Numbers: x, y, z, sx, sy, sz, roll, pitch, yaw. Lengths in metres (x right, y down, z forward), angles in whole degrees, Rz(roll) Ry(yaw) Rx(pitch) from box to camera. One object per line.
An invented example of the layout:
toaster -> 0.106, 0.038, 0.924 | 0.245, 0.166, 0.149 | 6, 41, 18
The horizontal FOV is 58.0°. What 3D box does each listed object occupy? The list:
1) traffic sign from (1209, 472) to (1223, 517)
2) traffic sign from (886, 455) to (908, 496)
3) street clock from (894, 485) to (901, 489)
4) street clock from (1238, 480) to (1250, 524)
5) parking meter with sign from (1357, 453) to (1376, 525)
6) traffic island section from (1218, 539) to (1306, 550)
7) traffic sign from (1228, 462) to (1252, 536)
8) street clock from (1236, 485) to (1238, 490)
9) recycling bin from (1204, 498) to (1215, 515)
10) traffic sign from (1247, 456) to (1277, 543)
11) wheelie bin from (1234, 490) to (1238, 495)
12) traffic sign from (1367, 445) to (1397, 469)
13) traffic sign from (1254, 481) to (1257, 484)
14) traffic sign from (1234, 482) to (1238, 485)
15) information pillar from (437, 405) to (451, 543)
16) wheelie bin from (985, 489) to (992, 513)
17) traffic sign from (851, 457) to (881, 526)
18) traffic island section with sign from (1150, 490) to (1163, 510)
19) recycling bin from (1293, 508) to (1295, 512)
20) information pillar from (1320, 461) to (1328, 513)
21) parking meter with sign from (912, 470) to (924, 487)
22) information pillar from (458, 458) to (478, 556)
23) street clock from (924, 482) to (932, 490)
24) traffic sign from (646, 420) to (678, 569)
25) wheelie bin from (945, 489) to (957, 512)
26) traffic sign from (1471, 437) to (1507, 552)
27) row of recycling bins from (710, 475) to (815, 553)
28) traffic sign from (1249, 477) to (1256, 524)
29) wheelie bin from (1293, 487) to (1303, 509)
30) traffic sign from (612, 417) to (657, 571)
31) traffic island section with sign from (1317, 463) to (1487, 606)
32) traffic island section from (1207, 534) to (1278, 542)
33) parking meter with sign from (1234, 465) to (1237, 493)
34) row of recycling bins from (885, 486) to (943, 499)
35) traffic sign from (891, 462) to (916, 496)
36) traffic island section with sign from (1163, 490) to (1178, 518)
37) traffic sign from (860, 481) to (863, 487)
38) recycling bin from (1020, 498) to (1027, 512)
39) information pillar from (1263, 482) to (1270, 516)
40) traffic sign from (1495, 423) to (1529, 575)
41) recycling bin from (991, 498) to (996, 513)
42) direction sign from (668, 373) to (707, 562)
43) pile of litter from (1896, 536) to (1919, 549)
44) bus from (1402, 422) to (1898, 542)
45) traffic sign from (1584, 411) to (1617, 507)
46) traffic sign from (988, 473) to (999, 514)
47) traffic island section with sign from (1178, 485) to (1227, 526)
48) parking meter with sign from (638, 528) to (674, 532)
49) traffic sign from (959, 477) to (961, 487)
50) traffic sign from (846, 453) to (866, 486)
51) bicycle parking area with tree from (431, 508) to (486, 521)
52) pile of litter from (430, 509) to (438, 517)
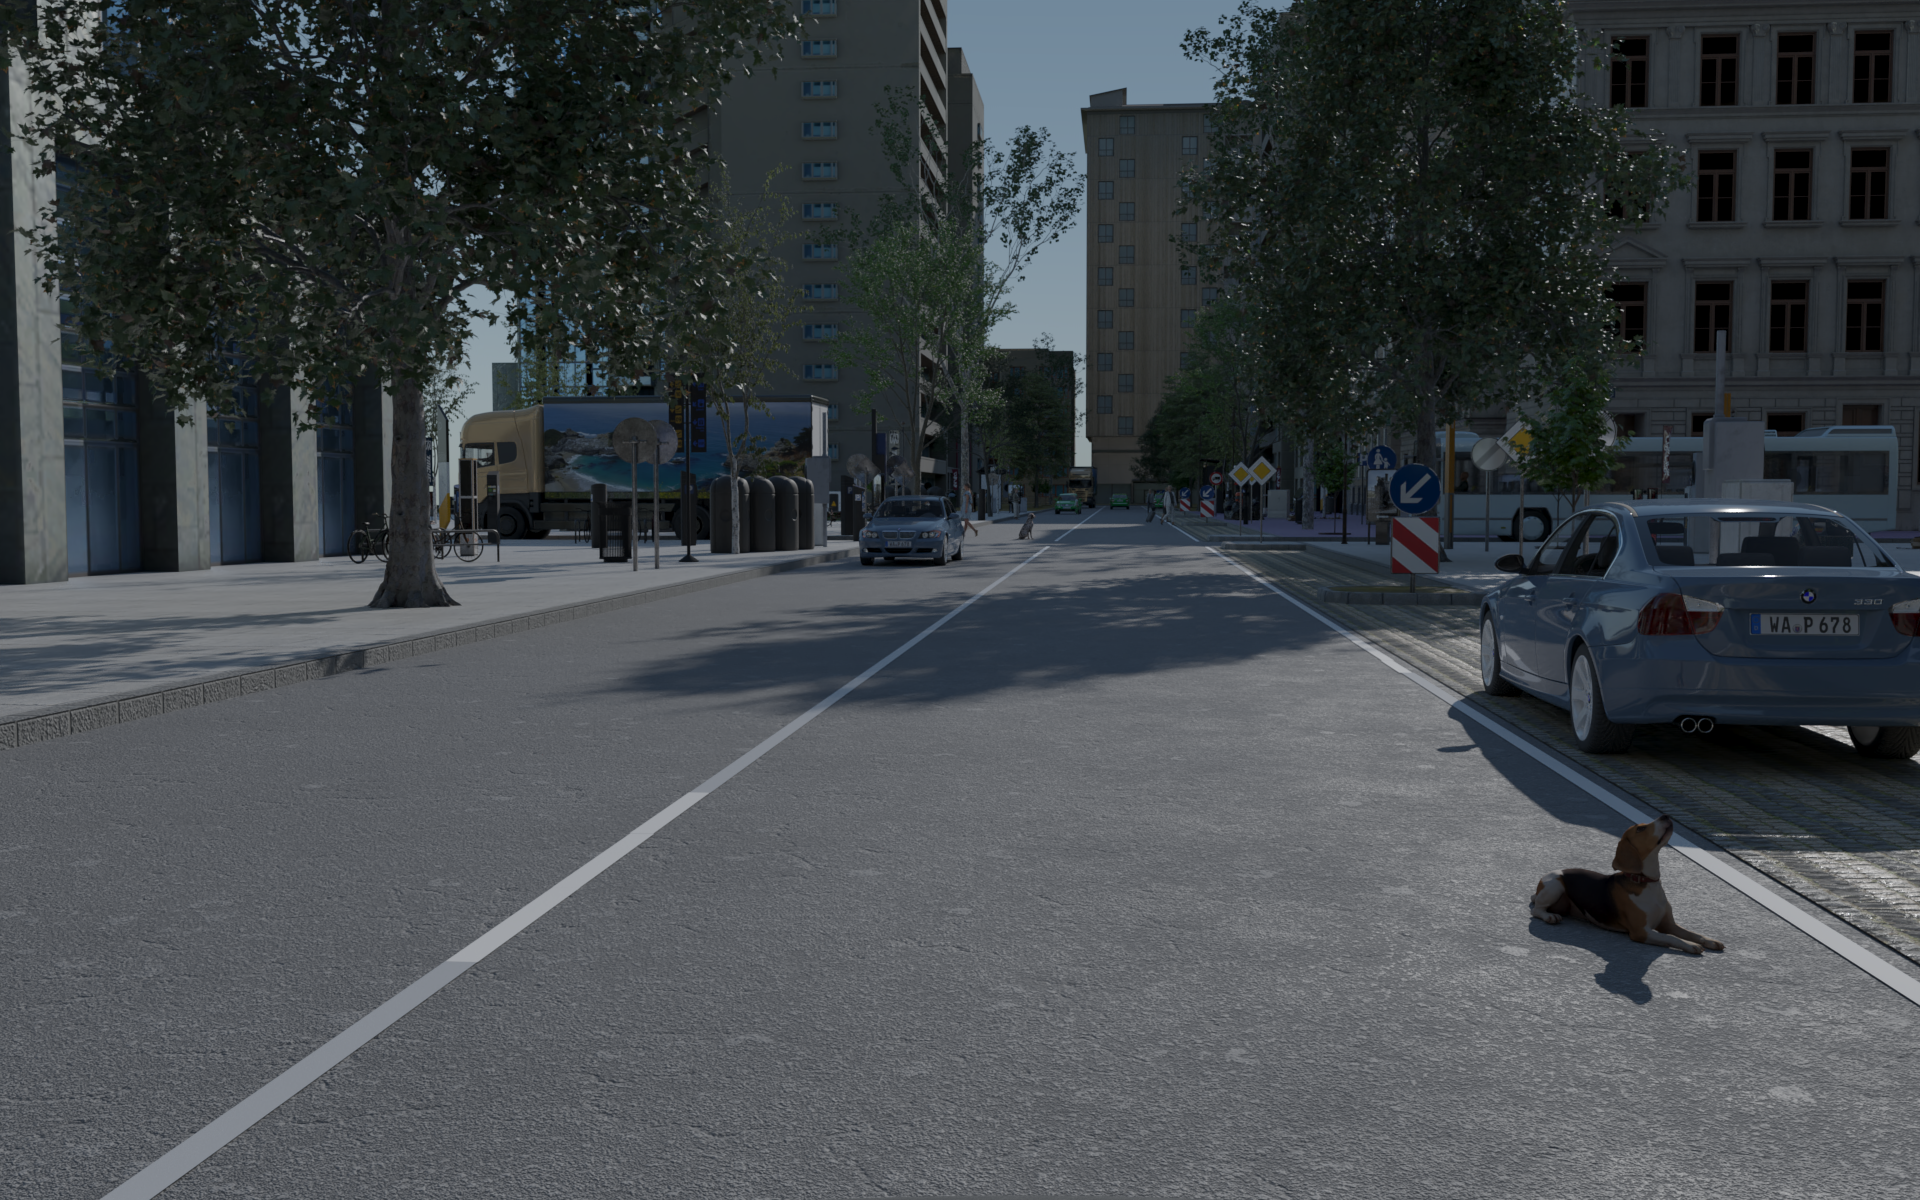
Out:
traffic sign -> 14.596, -6.030, 98.690 | 0.768, 2.556, 0.104 | 0, 4, 7
traffic sign -> -2.086, -3.462, 56.712 | 0.768, 2.556, 0.104 | 1, 4, 13
street clock -> -3.683, -5.961, 102.032 | 0.358, 2.002, 0.471 | 2, 4, 32
street clock -> 12.067, -4.190, 73.070 | 0.358, 2.002, 0.471 | 1, 4, 17
parking meter with sign -> 17.359, -4.663, 72.501 | 0.543, 3.016, 1.738 | -2, 4, -24
traffic island section -> 7.908, -1.412, 45.369 | 2.009, 0.180, 2.903 | 0, 4, 5
traffic sign -> 8.629, -3.034, 53.244 | 0.795, 2.450, 0.064 | 0, 4, 5
street clock -> 16.880, -6.112, 104.497 | 0.358, 2.002, 0.471 | 3, 4, 37
recycling bin -> 15.689, -5.874, 108.599 | 0.722, 1.027, 0.722 | 0, 4, 2
traffic sign -> 7.884, -2.547, 45.294 | 0.795, 2.450, 0.064 | 0, 4, 5
wheelie bin -> 20.115, -7.161, 124.985 | 0.693, 1.594, 0.980 | -2, 4, -27
traffic sign -> 11.012, -2.764, 45.293 | 0.768, 2.556, 0.104 | 1, 4, 8
traffic sign -> 13.214, -4.729, 78.498 | 0.795, 2.450, 0.064 | 1, 4, 12
traffic sign -> 16.179, -6.082, 99.452 | 0.884, 2.594, 0.081 | 1, 4, 12
information pillar -> -13.496, -3.298, 45.272 | 0.183, 3.616, 0.504 | -3, 5, -43
wheelie bin -> 1.701, -6.548, 114.965 | 0.980, 1.594, 0.693 | 2, 4, 35
traffic sign -> -2.513, -2.608, 46.286 | 0.795, 2.450, 0.064 | 0, 4, 5
traffic island section with sign -> 18.173, -8.930, 154.629 | 1.989, 1.847, 2.006 | 0, 4, 5
recycling bin -> 24.465, -6.880, 125.042 | 0.722, 1.027, 0.722 | 1, 4, 15
information pillar -> 24.327, -7.606, 115.708 | 0.504, 3.616, 0.183 | 2, 4, 35
parking meter with sign -> -2.743, -7.759, 123.126 | 0.543, 3.016, 1.738 | 2, 4, 25
information pillar -> -10.155, -1.913, 35.775 | 0.304, 2.012, 0.304 | 0, 4, 0
street clock -> -1.948, -6.115, 104.553 | 0.471, 2.002, 0.358 | -1, 4, -9
traffic sign -> -5.198, -1.806, 29.636 | 0.768, 2.556, 0.104 | 1, 4, 10
wheelie bin -> -0.633, -6.724, 117.853 | 0.693, 1.594, 0.980 | -3, 5, -39
traffic sign -> 11.768, -2.355, 38.603 | 0.768, 2.556, 0.104 | 1, 4, 10
row of recycling bins -> -4.360, -1.945, 38.920 | 1.069, 1.692, 3.534 | 2, 4, 27
traffic sign -> 12.639, -4.518, 75.056 | 0.795, 2.450, 0.064 | 1, 4, 14
wheelie bin -> 16.395, -4.594, 83.026 | 0.693, 1.594, 0.980 | -1, 4, -18
traffic sign -> -5.391, -1.748, 28.694 | 0.768, 2.556, 0.104 | 0, 4, 6
traffic island section with sign -> 5.833, -0.887, 23.131 | 1.989, 1.847, 2.006 | 0, 4, 5
traffic island section -> 8.654, -1.898, 53.319 | 2.009, 0.180, 2.903 | 0, 4, 5
parking meter with sign -> 17.559, -6.699, 105.789 | 1.738, 3.016, 0.543 | -2, 4, -25
row of recycling bins -> -2.560, -5.242, 92.816 | 3.534, 1.692, 1.069 | -2, 4, -23
traffic sign -> -1.767, -3.094, 54.236 | 0.795, 2.450, 0.064 | 0, 4, 5
traffic island section with sign -> 13.517, -5.901, 105.105 | 1.989, 1.847, 2.006 | 0, 4, 5
traffic sign -> -3.411, -3.658, 59.907 | 0.768, 2.556, 0.104 | 1, 4, 14
recycling bin -> 4.232, -6.653, 121.337 | 0.722, 1.027, 0.722 | -1, 4, -22
information pillar -> 18.264, -6.041, 103.259 | 0.304, 2.012, 0.304 | -1, 4, -10
traffic sign -> 8.273, -1.487, 25.504 | 0.795, 2.450, 0.064 | 0, 4, 6
recycling bin -> 1.976, -6.357, 116.491 | 0.722, 1.027, 0.722 | -1, 4, -21
direction sign -> -5.129, -2.486, 32.646 | 0.876, 3.537, 0.379 | 2, 4, 30
pile of litter -> 22.742, -1.615, 40.377 | 1.719, 0.858, 1.176 | 1, 4, 23
bus -> 18.487, -3.250, 48.001 | 13.247, 3.499, 2.948 | 0, 4, 6
traffic sign -> 9.093, -1.530, 25.118 | 0.768, 2.556, 0.104 | 1, 4, 10
traffic sign -> 1.942, -6.338, 103.738 | 0.768, 2.556, 0.104 | 1, 4, 13
traffic island section with sign -> 10.957, -4.231, 77.810 | 1.989, 1.847, 2.006 | 0, 4, 5
parking meter with sign -> -10.010, -3.786, 58.163 | 1.738, 3.016, 0.543 | -2, 4, -26
traffic sign -> 0.244, -6.333, 105.672 | 0.606, 2.300, 0.079 | 0, 4, 6
traffic sign -> -3.201, -3.316, 54.318 | 0.768, 2.556, 0.104 | 1, 4, 13
bicycle parking area with tree -> -23.261, -6.529, 93.747 | 8.231, 4.147, 9.016 | 0, 4, -3
pile of litter -> -30.671, -5.204, 99.043 | 1.719, 0.858, 1.176 | 0, 4, -1
